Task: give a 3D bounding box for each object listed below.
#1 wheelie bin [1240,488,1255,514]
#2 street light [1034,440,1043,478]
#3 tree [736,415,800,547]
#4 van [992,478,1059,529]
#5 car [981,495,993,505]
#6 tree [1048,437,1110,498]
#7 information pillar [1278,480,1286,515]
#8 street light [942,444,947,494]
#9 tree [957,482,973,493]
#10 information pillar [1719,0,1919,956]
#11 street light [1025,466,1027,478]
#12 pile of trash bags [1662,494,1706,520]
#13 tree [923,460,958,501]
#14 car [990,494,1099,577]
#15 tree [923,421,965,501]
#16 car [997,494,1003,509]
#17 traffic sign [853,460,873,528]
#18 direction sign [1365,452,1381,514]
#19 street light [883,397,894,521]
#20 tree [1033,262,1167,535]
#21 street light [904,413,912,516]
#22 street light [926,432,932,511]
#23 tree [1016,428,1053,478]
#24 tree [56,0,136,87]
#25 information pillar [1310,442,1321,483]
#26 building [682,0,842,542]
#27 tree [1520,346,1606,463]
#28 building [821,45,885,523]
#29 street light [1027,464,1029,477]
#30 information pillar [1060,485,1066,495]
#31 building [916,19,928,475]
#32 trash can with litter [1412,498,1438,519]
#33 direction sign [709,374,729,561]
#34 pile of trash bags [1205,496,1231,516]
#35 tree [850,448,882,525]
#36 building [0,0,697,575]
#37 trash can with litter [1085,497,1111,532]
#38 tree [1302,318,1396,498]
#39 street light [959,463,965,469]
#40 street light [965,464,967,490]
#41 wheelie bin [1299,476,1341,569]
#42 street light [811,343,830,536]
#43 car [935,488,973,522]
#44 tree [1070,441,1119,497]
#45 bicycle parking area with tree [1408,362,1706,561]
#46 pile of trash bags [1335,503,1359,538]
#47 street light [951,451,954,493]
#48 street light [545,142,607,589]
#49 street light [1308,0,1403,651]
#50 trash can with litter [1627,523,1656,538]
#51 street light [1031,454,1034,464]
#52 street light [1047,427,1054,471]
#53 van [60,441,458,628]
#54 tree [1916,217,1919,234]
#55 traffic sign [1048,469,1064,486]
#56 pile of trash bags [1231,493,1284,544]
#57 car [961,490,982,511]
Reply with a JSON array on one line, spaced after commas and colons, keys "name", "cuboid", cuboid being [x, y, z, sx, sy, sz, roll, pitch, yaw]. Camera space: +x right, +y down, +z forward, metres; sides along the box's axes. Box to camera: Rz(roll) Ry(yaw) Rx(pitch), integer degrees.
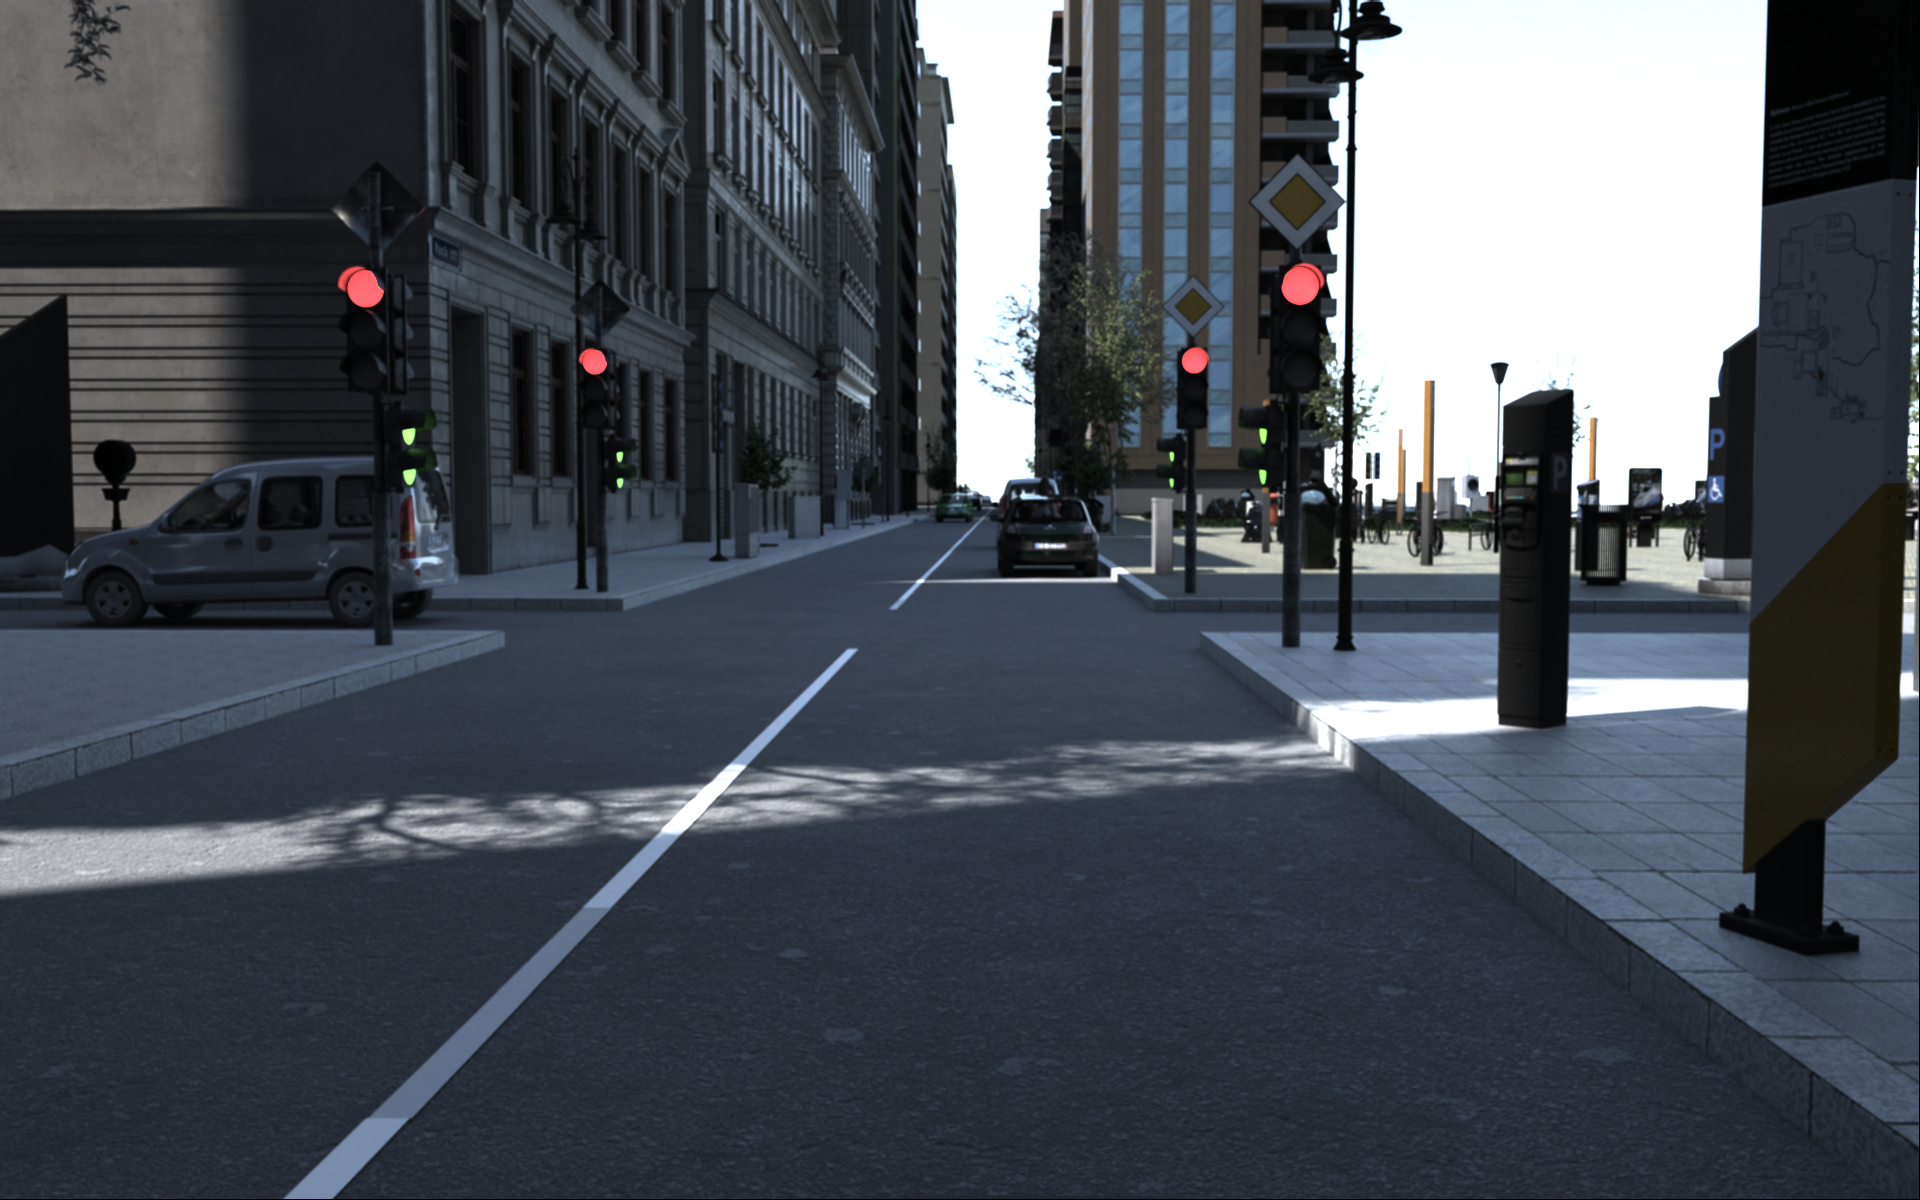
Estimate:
[{"name": "wheelie bin", "cuboid": [14.267, -4.774, 85.967, 0.693, 1.594, 0.980, 0, 4, 0]}, {"name": "street light", "cuboid": [6.655, -10.465, 143.891, 0.468, 5.910, 1.993, 0, 4, 2]}, {"name": "tree", "cuboid": [-5.015, -2.924, 42.417, 1.663, 3.219, 1.824, 0, 3, 0]}, {"name": "van", "cuboid": [1.847, -2.377, 45.881, 2.013, 2.044, 4.112, 0, 4, 1]}, {"name": "car", "cuboid": [3.355, -13.484, 232.818, 2.083, 1.381, 4.827, 0, 4, 2]}, {"name": "tree", "cuboid": [6.144, -6.534, 90.545, 4.285, 4.588, 4.351, 0, 3, 0]}, {"name": "information pillar", "cuboid": [16.608, -5.192, 89.374, 0.304, 2.012, 0.304, 2, 4, 26]}, {"name": "street light", "cuboid": [-1.425, -11.363, 158.568, 0.468, 5.910, 1.993, 0, 4, 2]}, {"name": "tree", "cuboid": [0.757, -15.425, 246.793, 1.663, 3.219, 1.824, 0, 3, 0]}, {"name": "information pillar", "cuboid": [2.410, -0.823, 4.806, 0.183, 3.616, 0.504, -1, 4, -17]}, {"name": "street light", "cuboid": [8.910, -15.495, 226.131, 0.468, 5.910, 1.993, 0, 4, 2]}, {"name": "pile of trash bags", "cuboid": [31.698, -4.066, 76.227, 3.447, 1.369, 1.912, -2, 4, -26]}, {"name": "tree", "cuboid": [-1.880, -11.198, 166.807, 4.285, 4.588, 4.351, 0, 3, 0]}, {"name": "car", "cuboid": [1.549, -1.323, 31.416, 2.009, 1.686, 4.222, 0, 4, 0]}, {"name": "tree", "cuboid": [-1.928, -13.562, 172.102, 4.360, 8.622, 3.978, 0, 3, 0]}, {"name": "car", "cuboid": [4.637, -9.693, 168.267, 2.009, 1.686, 4.222, 0, 4, 1]}, {"name": "traffic sign", "cuboid": [-3.658, -3.989, 65.329, 0.768, 2.556, 0.104, 0, 4, 3]}, {"name": "direction sign", "cuboid": [22.241, -6.199, 93.348, 0.876, 3.537, 0.379, -1, 4, -14]}, {"name": "street light", "cuboid": [-3.446, -6.714, 82.565, 0.468, 5.910, 1.993, 0, 4, 2]}, {"name": "tree", "cuboid": [4.630, -6.352, 54.215, 4.737, 8.622, 4.395, 0, 3, 0]}, {"name": "street light", "cuboid": [-3.003, -7.744, 99.407, 0.468, 5.910, 1.993, 0, 4, 2]}, {"name": "street light", "cuboid": [-2.341, -9.544, 128.825, 0.468, 5.910, 1.993, 0, 4, 2]}, {"name": "tree", "cuboid": [8.272, -14.397, 185.760, 4.360, 8.622, 3.978, 0, 3, 0]}, {"name": "tree", "cuboid": [-6.154, -5.951, 7.670, 12.009, 13.543, 11.850, 0, 3, 0]}, {"name": "information pillar", "cuboid": [16.054, -5.309, 78.159, 0.504, 3.616, 0.183, 0, 4, -8]}, {"name": "building", "cuboid": [-13.509, -13.856, 59.832, 16.112, 22.955, 30.059, 0, 4, 2]}, {"name": "tree", "cuboid": [30.008, -8.369, 87.189, 4.360, 8.622, 3.978, 0, 3, 0]}, {"name": "building", "cuboid": [-9.885, -15.645, 84.681, 11.050, 23.489, 19.941, 0, 4, 2]}, {"name": "street light", "cuboid": [8.161, -13.696, 196.715, 0.468, 5.910, 1.993, 0, 4, 2]}, {"name": "information pillar", "cuboid": [5.702, -5.602, 96.081, 0.304, 2.012, 0.304, -1, 4, -9]}, {"name": "building", "cuboid": [-14.908, -32.349, 148.509, 23.786, 49.044, 30.456, 0, 4, 2]}, {"name": "trash can with litter", "cuboid": [18.967, -3.638, 70.872, 1.055, 1.170, 0.624, -1, 4, -17]}, {"name": "direction sign", "cuboid": [-4.625, -2.513, 33.086, 0.379, 3.537, 0.876, 0, 4, 4]}, {"name": "pile of trash bags", "cuboid": [14.367, -4.973, 91.065, 1.912, 1.369, 3.447, 3, 5, 39]}, {"name": "tree", "cuboid": [-4.118, -4.797, 73.026, 1.663, 3.219, 1.824, 0, 3, 0]}, {"name": "building", "cuboid": [-12.343, -12.115, 34.245, 11.583, 22.565, 21.152, 0, 4, 2]}, {"name": "trash can with litter", "cuboid": [4.715, -2.894, 58.699, 1.055, 1.170, 0.624, -3, 4, -39]}, {"name": "tree", "cuboid": [16.149, -7.527, 73.427, 4.737, 8.622, 4.395, 0, 3, 0]}, {"name": "street light", "cuboid": [0.017, -14.639, 212.129, 0.468, 5.910, 1.993, 0, 4, 2]}, {"name": "street light", "cuboid": [0.802, -16.438, 241.544, 0.468, 5.910, 1.993, 0, 4, 2]}, {"name": "wheelie bin", "cuboid": [6.093, -1.332, 29.679, 0.693, 1.594, 0.980, 0, 4, -4]}, {"name": "street light", "cuboid": [-4.258, -4.912, 53.092, 0.468, 5.910, 1.993, 0, 4, 2]}, {"name": "car", "cuboid": [-0.292, -4.895, 88.832, 1.959, 1.807, 4.718, 0, 4, 3]}, {"name": "tree", "cuboid": [4.569, -4.074, 61.214, 1.663, 3.219, 1.824, 0, 3, 0]}, {"name": "bicycle parking area with tree", "cuboid": [14.068, -3.030, 36.539, 8.231, 4.147, 9.016, 3, 5, 44]}, {"name": "pile of trash bags", "cuboid": [10.620, -2.486, 50.398, 1.912, 1.369, 3.447, 1, 4, 12]}, {"name": "street light", "cuboid": [-0.823, -12.840, 182.716, 0.468, 5.910, 1.993, 0, 4, 2]}, {"name": "street light", "cuboid": [-5.118, -3.087, 23.265, 0.468, 5.910, 1.993, 0, 4, 2]}, {"name": "street light", "cuboid": [3.166, -2.525, 14.076, 0.468, 5.910, 1.993, 0, 4, 2]}, {"name": "trash can with litter", "cuboid": [19.541, -2.353, 49.865, 0.624, 1.170, 1.055, -3, 4, -39]}, {"name": "street light", "cuboid": [7.564, -12.264, 173.303, 0.468, 5.910, 1.993, 0, 4, 2]}, {"name": "street light", "cuboid": [5.949, -8.630, 113.883, 0.468, 5.910, 1.993, 0, 4, 2]}, {"name": "van", "cuboid": [-7.797, -0.753, 19.326, 4.112, 2.044, 2.013, 0, 4, 1]}, {"name": "tree", "cuboid": [23.568, -5.552, 41.146, 4.737, 8.622, 4.395, 0, 3, 0]}, {"name": "traffic sign", "cuboid": [4.867, -5.364, 87.807, 0.768, 2.556, 0.104, 0, 4, 4]}, {"name": "pile of trash bags", "cuboid": [8.336, -2.205, 45.812, 1.912, 1.369, 3.447, 1, 4, 13]}, {"name": "car", "cuboid": [0.847, -8.801, 152.563, 2.281, 1.827, 5.304, 0, 4, 2]}]
